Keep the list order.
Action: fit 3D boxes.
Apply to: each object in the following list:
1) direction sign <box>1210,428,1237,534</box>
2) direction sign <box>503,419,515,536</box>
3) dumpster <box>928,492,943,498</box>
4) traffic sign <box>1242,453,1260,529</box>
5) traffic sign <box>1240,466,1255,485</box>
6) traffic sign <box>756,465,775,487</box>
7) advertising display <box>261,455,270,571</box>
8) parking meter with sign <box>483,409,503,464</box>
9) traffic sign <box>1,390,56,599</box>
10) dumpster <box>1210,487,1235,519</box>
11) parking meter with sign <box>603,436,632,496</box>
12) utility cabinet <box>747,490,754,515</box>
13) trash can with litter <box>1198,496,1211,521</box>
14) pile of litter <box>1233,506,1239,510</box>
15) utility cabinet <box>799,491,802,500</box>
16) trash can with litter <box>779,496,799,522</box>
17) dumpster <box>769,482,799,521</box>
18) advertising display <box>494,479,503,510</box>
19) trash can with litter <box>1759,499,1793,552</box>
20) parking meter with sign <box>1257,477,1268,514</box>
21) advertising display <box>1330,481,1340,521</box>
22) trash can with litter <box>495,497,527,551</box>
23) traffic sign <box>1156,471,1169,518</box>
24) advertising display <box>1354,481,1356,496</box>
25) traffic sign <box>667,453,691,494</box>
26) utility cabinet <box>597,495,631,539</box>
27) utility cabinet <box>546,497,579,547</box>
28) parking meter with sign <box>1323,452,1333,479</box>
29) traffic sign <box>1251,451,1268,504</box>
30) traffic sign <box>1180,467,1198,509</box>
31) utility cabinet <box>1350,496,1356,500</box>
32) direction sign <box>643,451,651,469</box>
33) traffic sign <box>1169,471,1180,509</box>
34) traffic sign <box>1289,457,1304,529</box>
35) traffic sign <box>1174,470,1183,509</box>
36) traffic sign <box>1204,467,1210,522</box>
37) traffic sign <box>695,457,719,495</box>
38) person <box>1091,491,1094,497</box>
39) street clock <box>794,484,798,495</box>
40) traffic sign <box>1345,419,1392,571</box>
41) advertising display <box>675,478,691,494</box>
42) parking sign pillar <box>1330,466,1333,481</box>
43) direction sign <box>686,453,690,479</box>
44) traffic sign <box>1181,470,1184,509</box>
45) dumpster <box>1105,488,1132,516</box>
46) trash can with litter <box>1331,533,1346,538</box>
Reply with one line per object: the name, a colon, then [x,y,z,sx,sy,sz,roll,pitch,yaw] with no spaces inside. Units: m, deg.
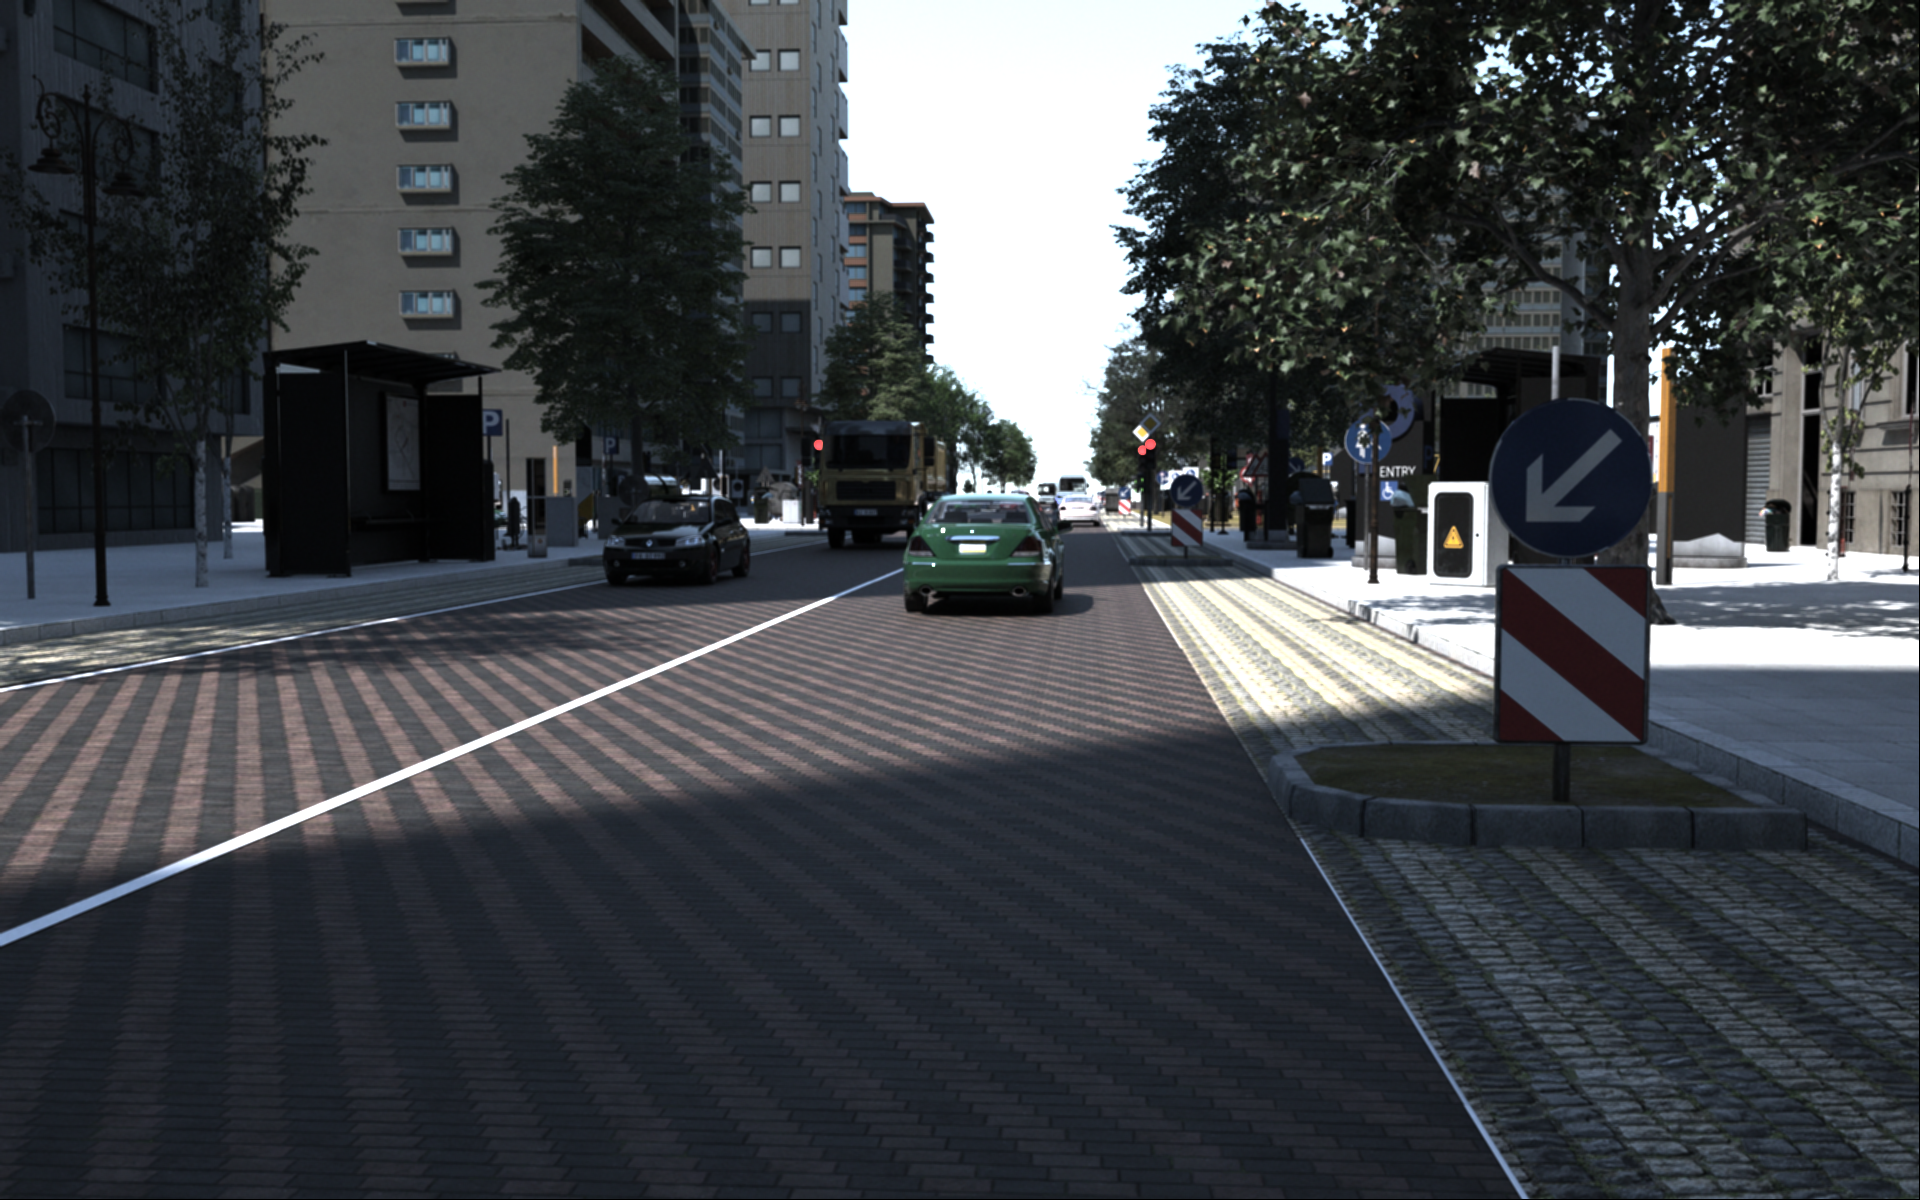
direction sign: [8.376,-3.857,55.053,0.876,3.537,0.379,-1,4,-11]
direction sign: [-13.723,-3.708,52.616,0.379,3.537,0.876,-1,4,-18]
dumpster: [-1.784,-7.866,134.362,1.264,1.857,1.865,0,4,4]
traffic sign: [9.312,-3.336,54.550,0.884,2.594,0.081,0,4,8]
traffic sign: [13.002,-4.776,78.186,0.768,2.556,0.104,0,4,8]
traffic sign: [-8.701,-4.736,77.435,0.884,2.594,0.081,1,4,8]
advertising display: [-11.723,-1.476,29.351,0.123,1.923,0.974,-1,4,-19]
parking meter with sign: [-10.079,-2.452,36.358,0.543,3.016,1.738,-2,4,-29]
traffic sign: [-11.383,-1.287,21.151,0.768,2.556,0.104,1,4,12]
dumpster: [13.348,-5.055,88.410,1.264,1.857,1.865,0,4,4]
parking meter with sign: [-10.102,-3.470,52.997,0.543,3.016,1.738,2,4,30]
utility cabinet: [-11.979,-5.741,102.549,1.173,1.500,0.318,0,4,6]
trash can with litter: [12.954,-5.062,93.819,1.678,1.210,2.233,-1,4,-20]
pile of litter: [21.845,-7.527,137.034,1.176,0.858,1.719,0,4,8]
utility cabinet: [-11.623,-7.250,127.213,0.318,1.500,1.173,0,4,-4]
trash can with litter: [-7.874,-4.180,79.733,1.055,1.170,0.624,2,4,32]
dumpster: [-8.494,-4.725,83.007,1.264,1.857,1.865,0,4,4]
advertising display: [-20.710,-4.371,76.675,0.974,1.923,0.123,1,4,16]
trash can with litter: [18.157,-1.659,38.513,0.624,1.170,1.055,2,4,31]
parking meter with sign: [19.608,-6.971,110.231,1.738,3.016,0.543,-2,4,-26]
advertising display: [18.014,-4.832,84.214,0.123,1.923,0.974,-3,5,-41]
trash can with litter: [-10.456,-1.769,39.986,1.678,1.210,2.233,0,4,-5]
traffic sign: [11.041,-5.750,94.122,0.768,2.556,0.104,0,4,7]
advertising display: [20.391,-5.038,87.588,0.974,1.923,0.123,-1,4,-11]
traffic sign: [-8.436,-3.167,51.892,0.768,2.556,0.104,1,4,12]
utility cabinet: [-9.758,-2.325,49.182,1.020,1.237,0.306,1,4,12]
utility cabinet: [-9.836,-1.901,42.246,1.020,1.237,0.306,1,4,13]
parking meter with sign: [15.049,-4.627,71.912,0.543,3.016,1.738,1,4,22]
traffic sign: [9.326,-3.238,52.941,0.884,2.594,0.081,0,4,5]
traffic sign: [8.852,-3.934,66.453,0.606,2.300,0.079,1,4,13]
utility cabinet: [31.619,-7.869,139.822,1.020,1.237,0.306,2,4,35]
direction sign: [-16.655,-6.120,92.054,0.379,3.537,0.876,-3,5,-39]
traffic sign: [9.476,-4.530,76.199,0.606,2.300,0.079,1,4,8]
traffic sign: [11.429,-3.621,59.308,0.768,2.556,0.104,1,4,10]
traffic sign: [11.398,-5.550,90.841,0.768,2.556,0.104,0,4,7]
traffic sign: [11.612,-4.935,80.801,0.768,2.556,0.104,1,4,13]
traffic sign: [-8.731,-3.654,59.753,0.884,2.594,0.081,1,4,13]
person: [19.237,-14.856,251.384,0.705,1.826,1.348,-1,4,-20]
street clock: [-11.407,-7.083,120.371,0.358,2.002,0.471,-1,4,-15]
traffic sign: [6.806,-1.764,28.944,0.768,2.556,0.104,1,4,9]
advertising display: [-11.551,-4.042,71.303,0.974,1.923,0.123,0,4,7]
parking sign pillar: [20.062,-6.260,90.823,1.447,3.967,1.447,3,5,43]
direction sign: [-15.180,-6.403,96.679,0.379,3.537,0.876,-2,4,-24]
traffic sign: [11.813,-5.607,91.776,0.768,2.556,0.104,1,4,11]
dumpster: [10.485,-6.516,114.760,1.865,1.857,1.264,0,4,5]
trash can with litter: [11.371,-2.409,50.447,2.233,1.210,1.678,-1,4,-23]
